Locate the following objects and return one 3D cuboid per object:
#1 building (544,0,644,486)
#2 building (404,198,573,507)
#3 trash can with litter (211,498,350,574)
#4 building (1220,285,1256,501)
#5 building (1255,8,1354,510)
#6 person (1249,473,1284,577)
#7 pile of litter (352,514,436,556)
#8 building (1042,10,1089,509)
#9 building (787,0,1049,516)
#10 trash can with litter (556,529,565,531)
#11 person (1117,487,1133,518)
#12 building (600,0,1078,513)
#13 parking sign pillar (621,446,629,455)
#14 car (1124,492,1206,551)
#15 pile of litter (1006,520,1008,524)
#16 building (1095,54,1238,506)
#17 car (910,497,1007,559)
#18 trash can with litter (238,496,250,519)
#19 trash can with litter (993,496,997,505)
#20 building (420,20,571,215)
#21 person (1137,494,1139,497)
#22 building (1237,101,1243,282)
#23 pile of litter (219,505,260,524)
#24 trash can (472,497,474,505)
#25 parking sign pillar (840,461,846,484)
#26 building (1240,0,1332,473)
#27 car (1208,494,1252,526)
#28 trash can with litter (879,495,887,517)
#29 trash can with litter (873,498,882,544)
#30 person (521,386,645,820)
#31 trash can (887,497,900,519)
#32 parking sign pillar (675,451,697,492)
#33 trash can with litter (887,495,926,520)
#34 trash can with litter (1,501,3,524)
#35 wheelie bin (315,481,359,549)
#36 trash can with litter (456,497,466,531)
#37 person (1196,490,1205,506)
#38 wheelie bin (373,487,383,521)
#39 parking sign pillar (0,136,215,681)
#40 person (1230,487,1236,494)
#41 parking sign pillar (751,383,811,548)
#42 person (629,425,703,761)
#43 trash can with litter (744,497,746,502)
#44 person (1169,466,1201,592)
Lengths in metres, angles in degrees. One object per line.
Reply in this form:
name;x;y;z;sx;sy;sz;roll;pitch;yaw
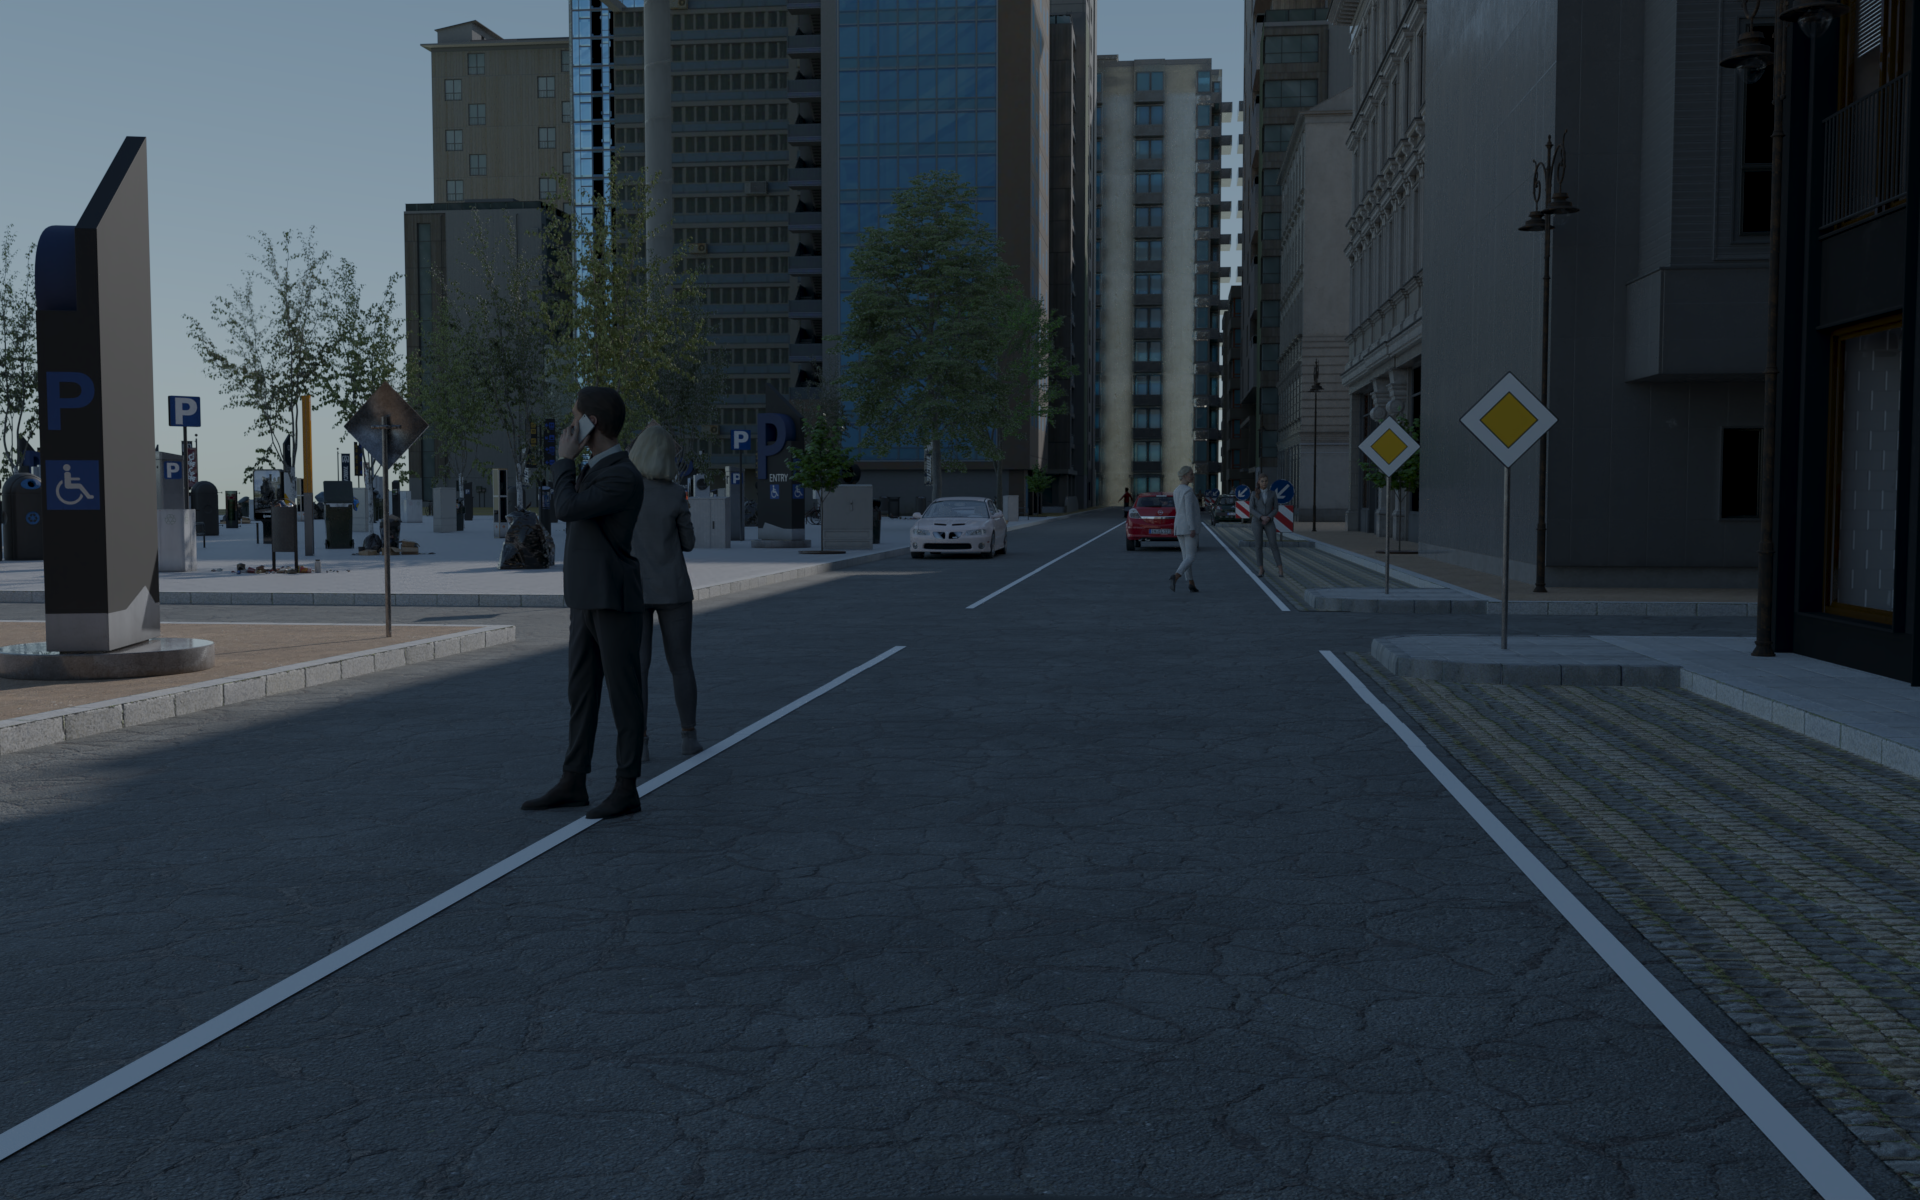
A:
building;-23.796;-52.149;165.302;31.000;86.520;22.319;0;4;7
building;-45.877;-24.564;173.322;14.107;30.474;14.160;0;4;7
trash can with litter;-11.279;-1.061;28.403;2.233;1.210;1.678;2;4;26
building;37.909;-19.034;156.240;27.650;21.520;28.899;0;4;7
building;25.354;-20.486;106.651;14.160;30.474;14.107;0;4;7
person;5.271;-1.284;29.771;0.520;1.790;0.573;-1;4;-12
pile of litter;-11.962;-1.388;36.652;1.719;0.858;1.176;-1;4;-16
building;3.243;-28.127;143.475;14.154;41.232;14.086;0;4;7
building;-1.993;-27.845;105.383;14.600;45.320;14.200;0;4;7
trash can with litter;-13.269;-2.988;59.903;1.678;1.210;2.233;0;4;-5
person;9.845;-5.758;102.600;1.348;1.831;0.705;-3;5;-44
building;-7.836;-26.535;125.727;32.217;40.220;23.993;0;4;7
parking sign pillar;-14.760;-5.279;74.790;1.447;3.967;1.447;-2;4;-31
car;5.313;-2.207;45.127;2.155;1.783;4.494;1;4;9
pile of litter;1.512;-3.671;73.993;1.176;0.858;1.719;0;4;8
building;14.471;-35.005;191.933;30.456;49.044;23.786;0;4;7
car;0.021;-1.693;40.036;2.083;1.381;4.827;0;4;7
trash can with litter;-36.829;-4.730;88.726;0.624;1.170;1.055;2;4;25
trash can with litter;2.296;-5.120;95.103;1.055;1.170;0.624;0;4;0
building;-42.945;-37.425;201.129;27.495;52.752;28.713;0;4;7
person;16.258;-8.893;157.128;0.421;1.427;0.697;-2;4;-31
building;45.297;-34.748;187.744;30.456;49.044;23.786;0;4;7
pile of litter;-31.113;-3.713;74.671;1.719;0.858;1.176;-1;4;-17
trash can;-25.226;-4.706;88.600;0.748;1.137;0.748;0;3;0
parking sign pillar;-6.707;-6.477;94.374;1.447;3.967;1.447;-1;4;-14
building;34.734;-32.879;126.805;28.713;52.752;27.495;0;4;7
car;12.243;-4.184;78.199;2.009;1.686;4.222;0;4;6
trash can with litter;-4.671;-5.280;97.388;2.233;1.210;1.678;0;4;0
trash can with litter;-2.383;-2.041;44.754;0.624;1.170;1.055;-1;4;-15
person;-1.649;0.010;7.697;0.474;1.900;0.648;-2;4;-31
trash can;-3.482;-4.859;91.094;0.748;1.137;0.748;0;3;0
parking sign pillar;-14.642;-6.325;91.882;1.447;3.967;1.447;0;4;-2
trash can with litter;-2.356;-4.690;87.733;2.233;1.210;1.678;0;4;6
trash can with litter;-41.238;-3.869;74.645;0.624;1.170;1.055;3;5;41
wheelie bin;-14.643;-2.006;40.712;0.980;1.594;0.693;-2;4;-23
trash can with litter;-17.626;-2.966;59.882;1.055;1.170;0.624;1;4;20
person;23.409;-9.810;168.899;1.348;1.823;0.705;1;4;21
wheelie bin;-27.913;-4.544;82.200;0.693;1.594;0.980;0;4;7
parking sign pillar;-6.214;-1.469;12.498;1.447;3.967;1.447;-1;4;-10
person;14.103;-4.950;89.548;0.853;1.813;0.709;0;4;-4
parking sign pillar;-4.292;-3.243;41.487;1.447;3.967;1.447;-3;5;-45
person;-1.707;-0.049;9.485;0.537;1.800;0.526;0;4;4
trash can with litter;-11.347;-4.624;86.653;2.233;1.210;1.678;-3;5;-41
person;3.238;-1.023;25.097;0.818;1.842;0.514;-3;5;-42
